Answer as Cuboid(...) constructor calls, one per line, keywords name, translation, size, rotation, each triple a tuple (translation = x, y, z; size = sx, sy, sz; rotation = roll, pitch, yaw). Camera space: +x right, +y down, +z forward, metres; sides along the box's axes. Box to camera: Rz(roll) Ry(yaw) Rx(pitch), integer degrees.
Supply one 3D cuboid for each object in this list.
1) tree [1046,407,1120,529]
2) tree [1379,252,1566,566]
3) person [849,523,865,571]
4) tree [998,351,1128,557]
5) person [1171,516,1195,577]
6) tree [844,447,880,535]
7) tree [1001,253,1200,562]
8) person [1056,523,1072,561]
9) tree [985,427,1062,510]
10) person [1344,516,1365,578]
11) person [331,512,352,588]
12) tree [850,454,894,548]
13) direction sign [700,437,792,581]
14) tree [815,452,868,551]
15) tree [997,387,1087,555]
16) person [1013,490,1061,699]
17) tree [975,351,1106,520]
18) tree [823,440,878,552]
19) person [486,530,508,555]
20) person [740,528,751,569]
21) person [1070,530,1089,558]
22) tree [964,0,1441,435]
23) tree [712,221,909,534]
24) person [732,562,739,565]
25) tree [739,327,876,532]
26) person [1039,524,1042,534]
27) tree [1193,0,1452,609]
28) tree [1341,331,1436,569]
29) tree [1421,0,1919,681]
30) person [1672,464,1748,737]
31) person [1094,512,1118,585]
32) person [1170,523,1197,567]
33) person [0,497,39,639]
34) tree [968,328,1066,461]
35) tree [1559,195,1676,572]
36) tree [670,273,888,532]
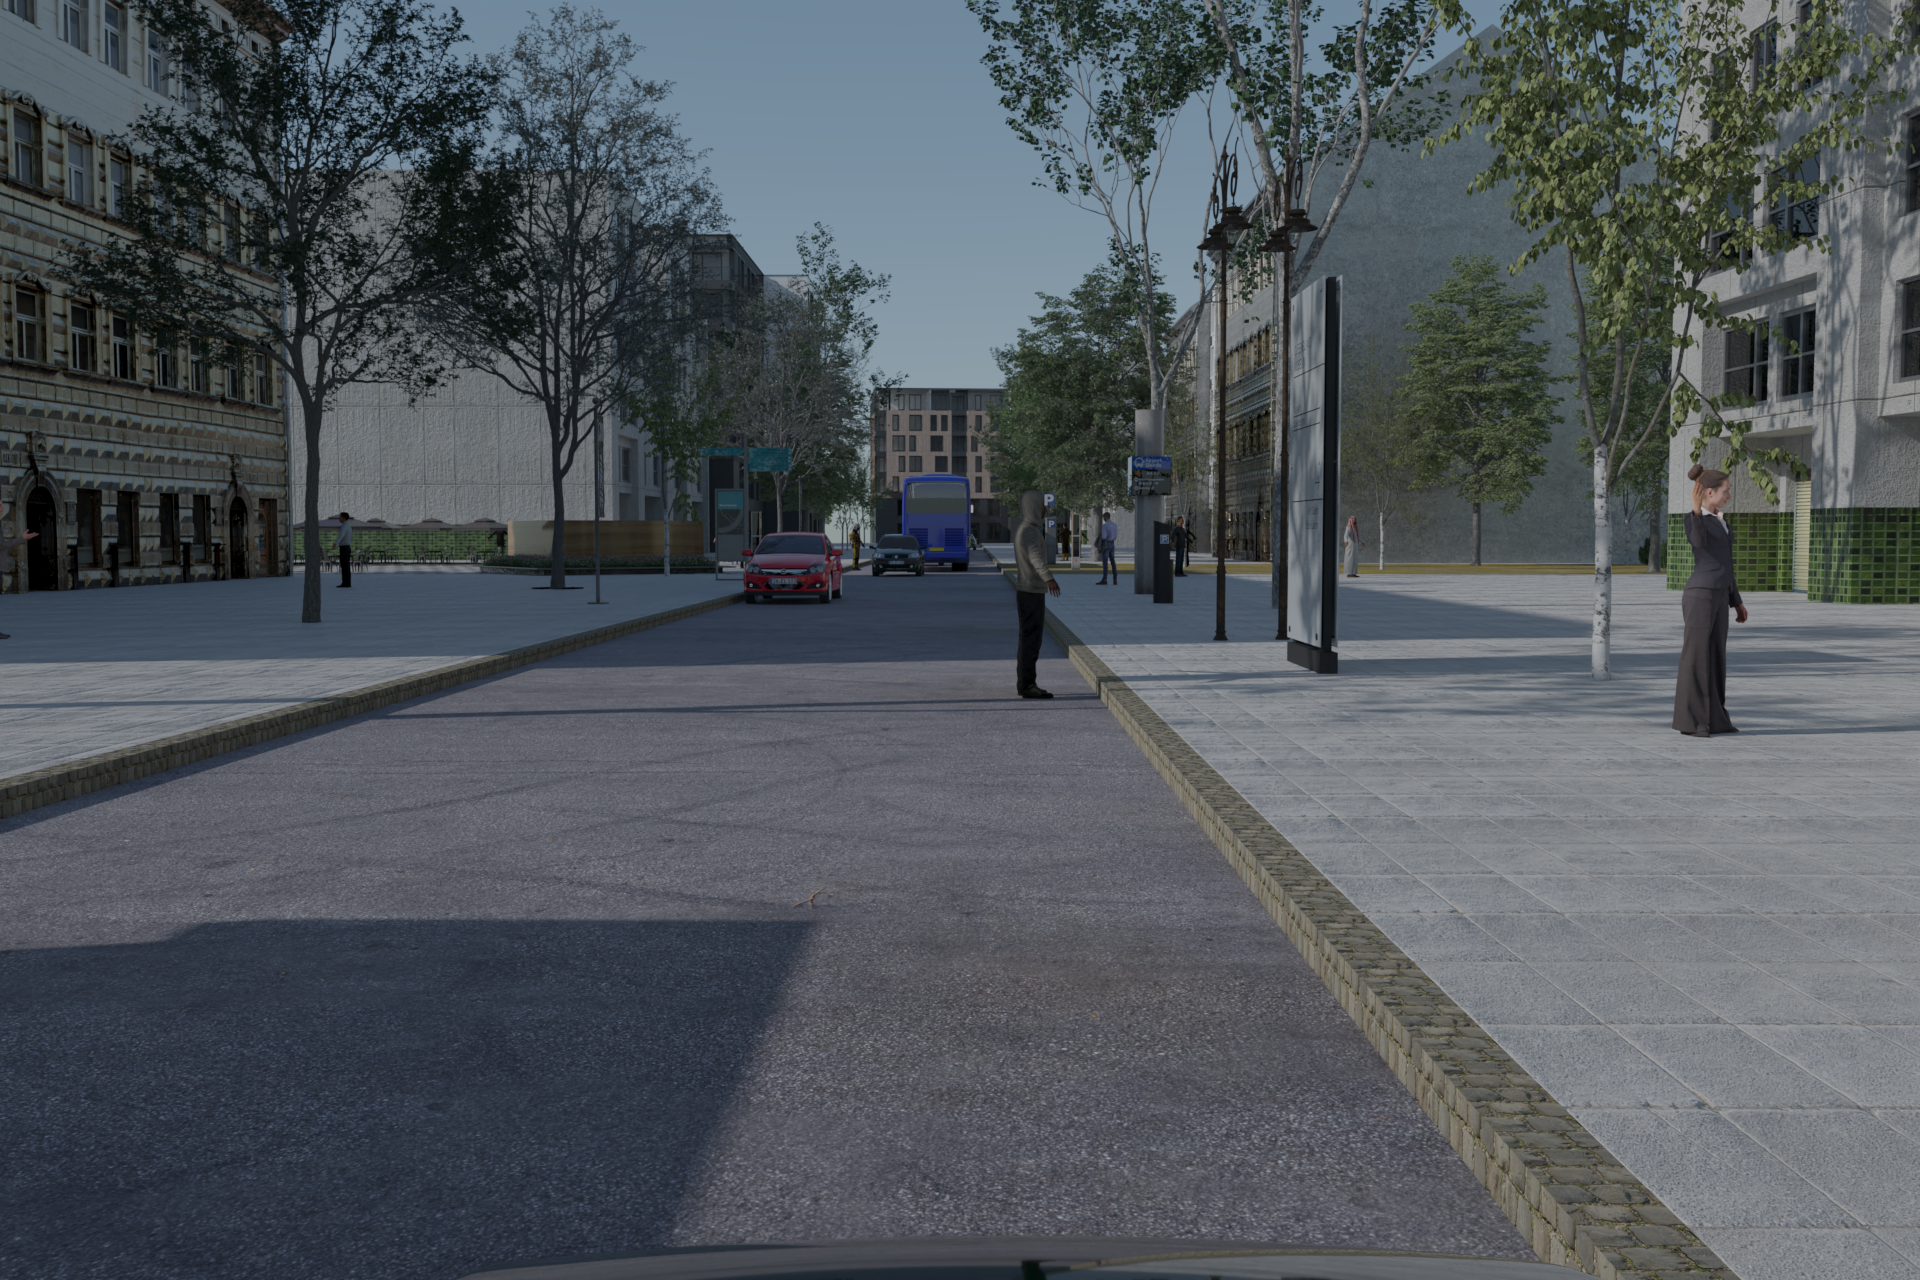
Cuboid(name="tree", translation=(5.870, -8.468, 88.818), size=(4.360, 8.622, 3.978), rotation=(0, 3, 0))
Cuboid(name="tree", translation=(20.962, -9.335, 70.751), size=(7.486, 12.596, 7.792), rotation=(0, 3, 0))
Cuboid(name="person", translation=(-4.051, -3.649, 67.887), size=(0.705, 1.858, 1.354), rotation=(1, 4, 15))
Cuboid(name="tree", translation=(6.004, -10.521, 97.774), size=(9.928, 11.665, 9.643), rotation=(0, 3, 0))
Cuboid(name="person", translation=(6.644, -2.813, 52.058), size=(0.705, 1.821, 1.348), rotation=(2, 4, 35))
Cuboid(name="tree", translation=(-8.029, -11.657, 140.949), size=(4.360, 8.622, 3.978), rotation=(0, 3, 0))
Cuboid(name="tree", translation=(6.304, -10.598, 79.939), size=(9.857, 13.997, 8.962), rotation=(0, 3, 0))
Cuboid(name="person", translation=(5.017, -4.695, 82.898), size=(1.346, 1.812, 0.704), rotation=(-2, 4, -35))
Cuboid(name="tree", translation=(7.131, -14.056, 140.184), size=(12.009, 13.543, 11.850), rotation=(0, 3, 0))
Cuboid(name="person", translation=(11.612, -2.754, 51.173), size=(0.704, 1.811, 1.347), rotation=(2, 4, 35))
Cuboid(name="person", translation=(-14.797, -2.167, 41.586), size=(0.704, 1.810, 1.344), rotation=(0, 4, -5))
Cuboid(name="tree", translation=(-8.373, -12.530, 155.224), size=(4.737, 8.622, 4.395), rotation=(0, 3, 0))
Cuboid(name="direction sign", translation=(-5.887, -3.640, 48.273), size=(2.525, 3.948, 1.411), rotation=(0, 4, 0))
Cuboid(name="tree", translation=(-8.583, -11.272, 134.656), size=(4.360, 8.622, 3.978), rotation=(0, 3, 0))
Cuboid(name="tree", translation=(5.904, -11.211, 109.062), size=(9.928, 11.665, 9.643), rotation=(0, 3, 0))
Cuboid(name="person", translation=(0.653, -0.404, 15.196), size=(0.705, 1.813, 1.348), rotation=(0, 4, -7))
Cuboid(name="tree", translation=(6.172, -13.079, 120.504), size=(9.857, 13.997, 8.962), rotation=(0, 3, 0))
Cuboid(name="tree", translation=(-8.702, -10.698, 125.276), size=(4.360, 8.622, 3.978), rotation=(0, 3, 0))
Cuboid(name="person", translation=(-21.722, -4.629, 81.911), size=(1.346, 1.802, 0.704), rotation=(-2, 4, -24))
Cuboid(name="person", translation=(-7.982, -3.575, 64.387), size=(1.347, 1.837, 0.705), rotation=(-3, 4, -39))
Cuboid(name="person", translation=(6.296, -5.258, 91.940), size=(1.349, 1.833, 0.705), rotation=(-3, 5, -40))
Cuboid(name="tree", translation=(6.871, -11.868, 49.936), size=(12.611, 20.169, 13.585), rotation=(0, 3, 0))
Cuboid(name="tree", translation=(-9.473, -15.409, 107.820), size=(12.611, 20.169, 13.585), rotation=(0, 3, 0))
Cuboid(name="person", translation=(-9.319, -3.824, 71.797), size=(0.991, 1.433, 0.599), rotation=(-1, 4, -20))
Cuboid(name="tree", translation=(-8.564, -10.865, 95.765), size=(7.486, 12.596, 7.792), rotation=(0, 3, 0))
Cuboid(name="person", translation=(3.794, -4.771, 84.131), size=(0.704, 1.817, 1.347), rotation=(-1, 4, -9))
Cuboid(name="tree", translation=(6.882, -10.558, 28.509), size=(12.611, 20.169, 13.585), rotation=(0, 3, 0))
Cuboid(name="tree", translation=(15.399, -6.871, 62.710), size=(4.360, 8.622, 3.978), rotation=(0, 3, 0))
Cuboid(name="tree", translation=(5.665, -3.937, 14.736), size=(4.737, 8.622, 4.395), rotation=(0, 3, 0))
Cuboid(name="person", translation=(4.743, -0.247, 10.885), size=(0.445, 1.727, 0.742), rotation=(1, 4, 18))
Cuboid(name="person", translation=(3.649, -2.310, 43.681), size=(0.709, 1.838, 0.599), rotation=(-3, 5, -44))
Cuboid(name="person", translation=(8.754, -3.734, 67.766), size=(1.216, 1.740, 0.721), rotation=(-1, 4, -20))
Cuboid(name="person", translation=(-11.691, -0.899, 21.268), size=(0.750, 1.759, 0.617), rotation=(-1, 4, -21))
Cuboid(name="tree", translation=(7.205, -18.441, 157.402), size=(12.611, 20.169, 13.585), rotation=(0, 3, 0))
Cuboid(name="tree", translation=(23.788, -8.572, 58.279), size=(7.486, 12.596, 7.792), rotation=(0, 3, 0))
Cuboid(name="tree", translation=(-8.520, -10.491, 81.895), size=(12.009, 13.543, 11.850), rotation=(0, 3, 0))
